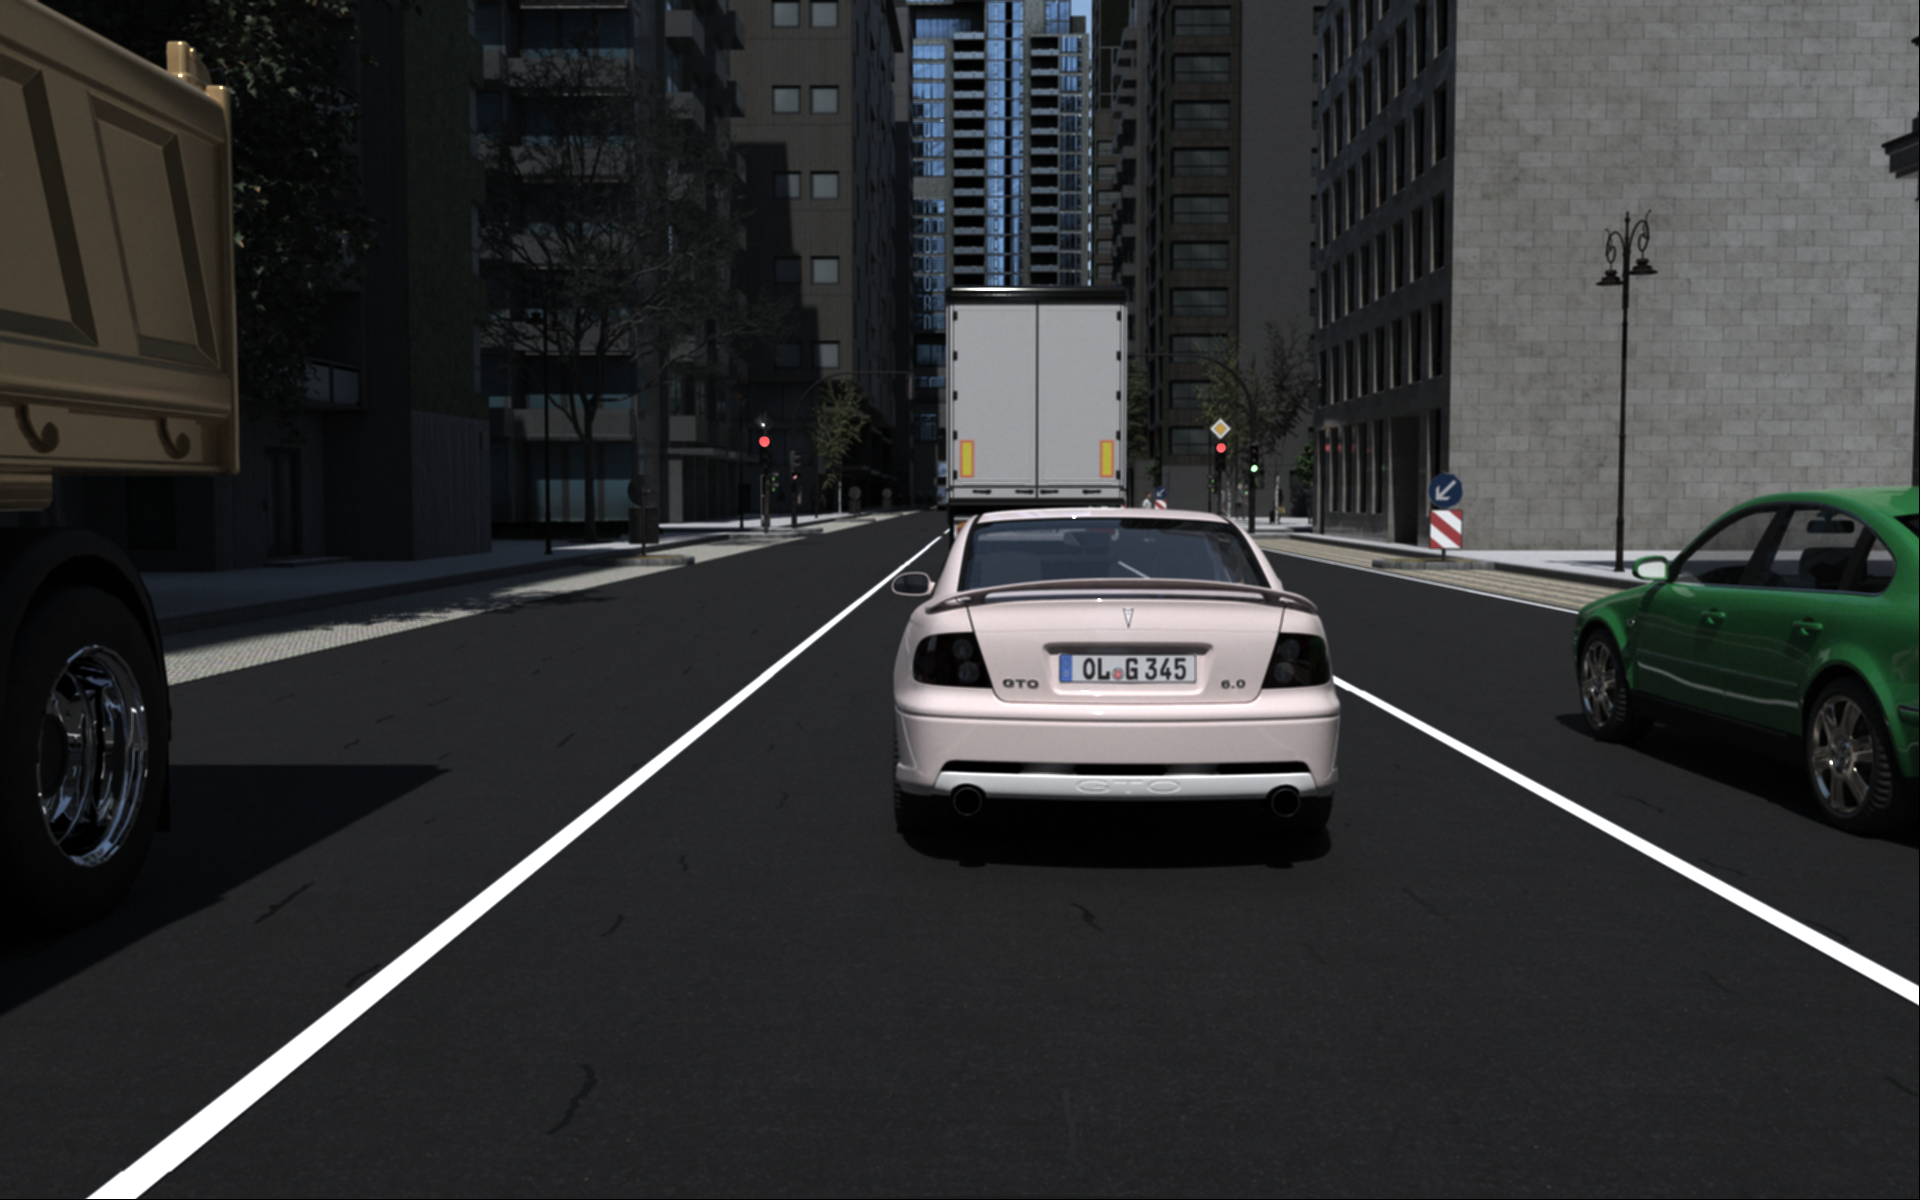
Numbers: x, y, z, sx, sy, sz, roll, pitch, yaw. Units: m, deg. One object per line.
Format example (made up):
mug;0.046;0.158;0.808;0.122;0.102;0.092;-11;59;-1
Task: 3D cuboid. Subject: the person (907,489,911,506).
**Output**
person;-5.549;-11.181;188.834;0.705;1.826;1.348;0;4;6

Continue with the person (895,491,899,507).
person;-6.284;-10.175;173.878;0.415;1.643;0.593;0;4;2

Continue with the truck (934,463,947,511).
truck;-0.770;-10.198;156.493;2.967;4.110;18.799;0;4;0

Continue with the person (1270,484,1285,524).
person;13.763;-4.209;75.084;0.699;1.804;1.509;1;4;12

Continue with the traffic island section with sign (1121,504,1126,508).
traffic island section with sign;10.672;-6.574;116.104;1.989;1.847;2.006;0;4;1

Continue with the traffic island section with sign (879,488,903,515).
traffic island section with sign;-4.854;-6.581;116.224;1.989;1.847;2.006;0;4;1

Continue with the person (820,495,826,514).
person;-8.724;-6.077;110.067;0.362;1.253;0.373;0;4;4

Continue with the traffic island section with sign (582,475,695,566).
traffic island section with sign;-6.441;-1.614;35.011;1.989;1.847;2.006;0;4;1

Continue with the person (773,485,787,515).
person;-11.179;-6.203;107.450;0.713;1.824;0.794;3;4;36

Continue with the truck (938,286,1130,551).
truck;1.007;-2.447;28.914;2.839;4.237;11.283;0;4;0

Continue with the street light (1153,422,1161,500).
street light;12.584;-8.451;110.960;0.468;5.910;1.993;0;4;1

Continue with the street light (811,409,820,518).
street light;-7.680;-7.317;92.421;0.468;5.910;1.993;0;4;1

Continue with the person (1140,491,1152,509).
person;5.684;-2.520;52.293;0.523;1.515;0.503;0;4;-1

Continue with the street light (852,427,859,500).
street light;-7.156;-8.979;119.598;0.468;5.910;1.993;0;4;1

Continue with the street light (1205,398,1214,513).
street light;12.034;-6.761;83.337;0.468;5.910;1.993;0;4;1

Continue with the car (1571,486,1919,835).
car;4.596;0.008;8.672;1.959;1.807;4.718;0;4;-1

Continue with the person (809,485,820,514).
person;-9.161;-6.320;109.286;0.656;1.842;0.836;-1;4;-15

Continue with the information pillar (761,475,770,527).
information pillar;-7.580;-3.855;67.518;0.304;2.012;0.304;0;4;5

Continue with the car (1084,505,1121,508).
car;6.721;-4.358;83.052;2.131;1.459;4.920;0;4;0

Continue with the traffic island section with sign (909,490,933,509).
traffic island section with sign;-3.861;-9.675;166.809;1.989;1.847;2.006;0;4;1

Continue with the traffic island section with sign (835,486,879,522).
traffic island section with sign;-5.376;-4.933;89.274;1.989;1.847;2.006;0;4;1

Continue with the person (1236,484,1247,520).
person;13.971;-4.891;86.196;0.526;1.800;0.537;-1;4;-16

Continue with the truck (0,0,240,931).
truck;-4.098;-0.377;2.093;3.469;3.379;9.791;0;4;0

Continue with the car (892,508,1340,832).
car;0.666;0.222;8.738;2.083;1.381;4.827;0;4;1

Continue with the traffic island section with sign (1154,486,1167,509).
traffic island section with sign;10.137;-4.925;89.155;1.989;1.847;2.006;0;4;1

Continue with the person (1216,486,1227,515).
person;13.892;-5.193;91.700;0.760;1.731;0.466;2;4;23

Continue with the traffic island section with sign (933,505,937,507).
traffic island section with sign;-3.336;-11.323;193.759;1.989;1.847;2.006;0;4;1

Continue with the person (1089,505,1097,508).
person;4.320;-2.660;56.247;0.306;1.304;0.590;1;4;15

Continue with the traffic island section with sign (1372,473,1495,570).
traffic island section with sign;9.040;-1.513;33.362;1.989;1.847;2.006;0;4;1

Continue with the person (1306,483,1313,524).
person;14.999;-4.109;73.648;0.576;1.772;0.534;0;4;-2

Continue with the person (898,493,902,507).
person;-5.908;-9.852;170.314;0.628;1.438;0.799;-3;5;-41
